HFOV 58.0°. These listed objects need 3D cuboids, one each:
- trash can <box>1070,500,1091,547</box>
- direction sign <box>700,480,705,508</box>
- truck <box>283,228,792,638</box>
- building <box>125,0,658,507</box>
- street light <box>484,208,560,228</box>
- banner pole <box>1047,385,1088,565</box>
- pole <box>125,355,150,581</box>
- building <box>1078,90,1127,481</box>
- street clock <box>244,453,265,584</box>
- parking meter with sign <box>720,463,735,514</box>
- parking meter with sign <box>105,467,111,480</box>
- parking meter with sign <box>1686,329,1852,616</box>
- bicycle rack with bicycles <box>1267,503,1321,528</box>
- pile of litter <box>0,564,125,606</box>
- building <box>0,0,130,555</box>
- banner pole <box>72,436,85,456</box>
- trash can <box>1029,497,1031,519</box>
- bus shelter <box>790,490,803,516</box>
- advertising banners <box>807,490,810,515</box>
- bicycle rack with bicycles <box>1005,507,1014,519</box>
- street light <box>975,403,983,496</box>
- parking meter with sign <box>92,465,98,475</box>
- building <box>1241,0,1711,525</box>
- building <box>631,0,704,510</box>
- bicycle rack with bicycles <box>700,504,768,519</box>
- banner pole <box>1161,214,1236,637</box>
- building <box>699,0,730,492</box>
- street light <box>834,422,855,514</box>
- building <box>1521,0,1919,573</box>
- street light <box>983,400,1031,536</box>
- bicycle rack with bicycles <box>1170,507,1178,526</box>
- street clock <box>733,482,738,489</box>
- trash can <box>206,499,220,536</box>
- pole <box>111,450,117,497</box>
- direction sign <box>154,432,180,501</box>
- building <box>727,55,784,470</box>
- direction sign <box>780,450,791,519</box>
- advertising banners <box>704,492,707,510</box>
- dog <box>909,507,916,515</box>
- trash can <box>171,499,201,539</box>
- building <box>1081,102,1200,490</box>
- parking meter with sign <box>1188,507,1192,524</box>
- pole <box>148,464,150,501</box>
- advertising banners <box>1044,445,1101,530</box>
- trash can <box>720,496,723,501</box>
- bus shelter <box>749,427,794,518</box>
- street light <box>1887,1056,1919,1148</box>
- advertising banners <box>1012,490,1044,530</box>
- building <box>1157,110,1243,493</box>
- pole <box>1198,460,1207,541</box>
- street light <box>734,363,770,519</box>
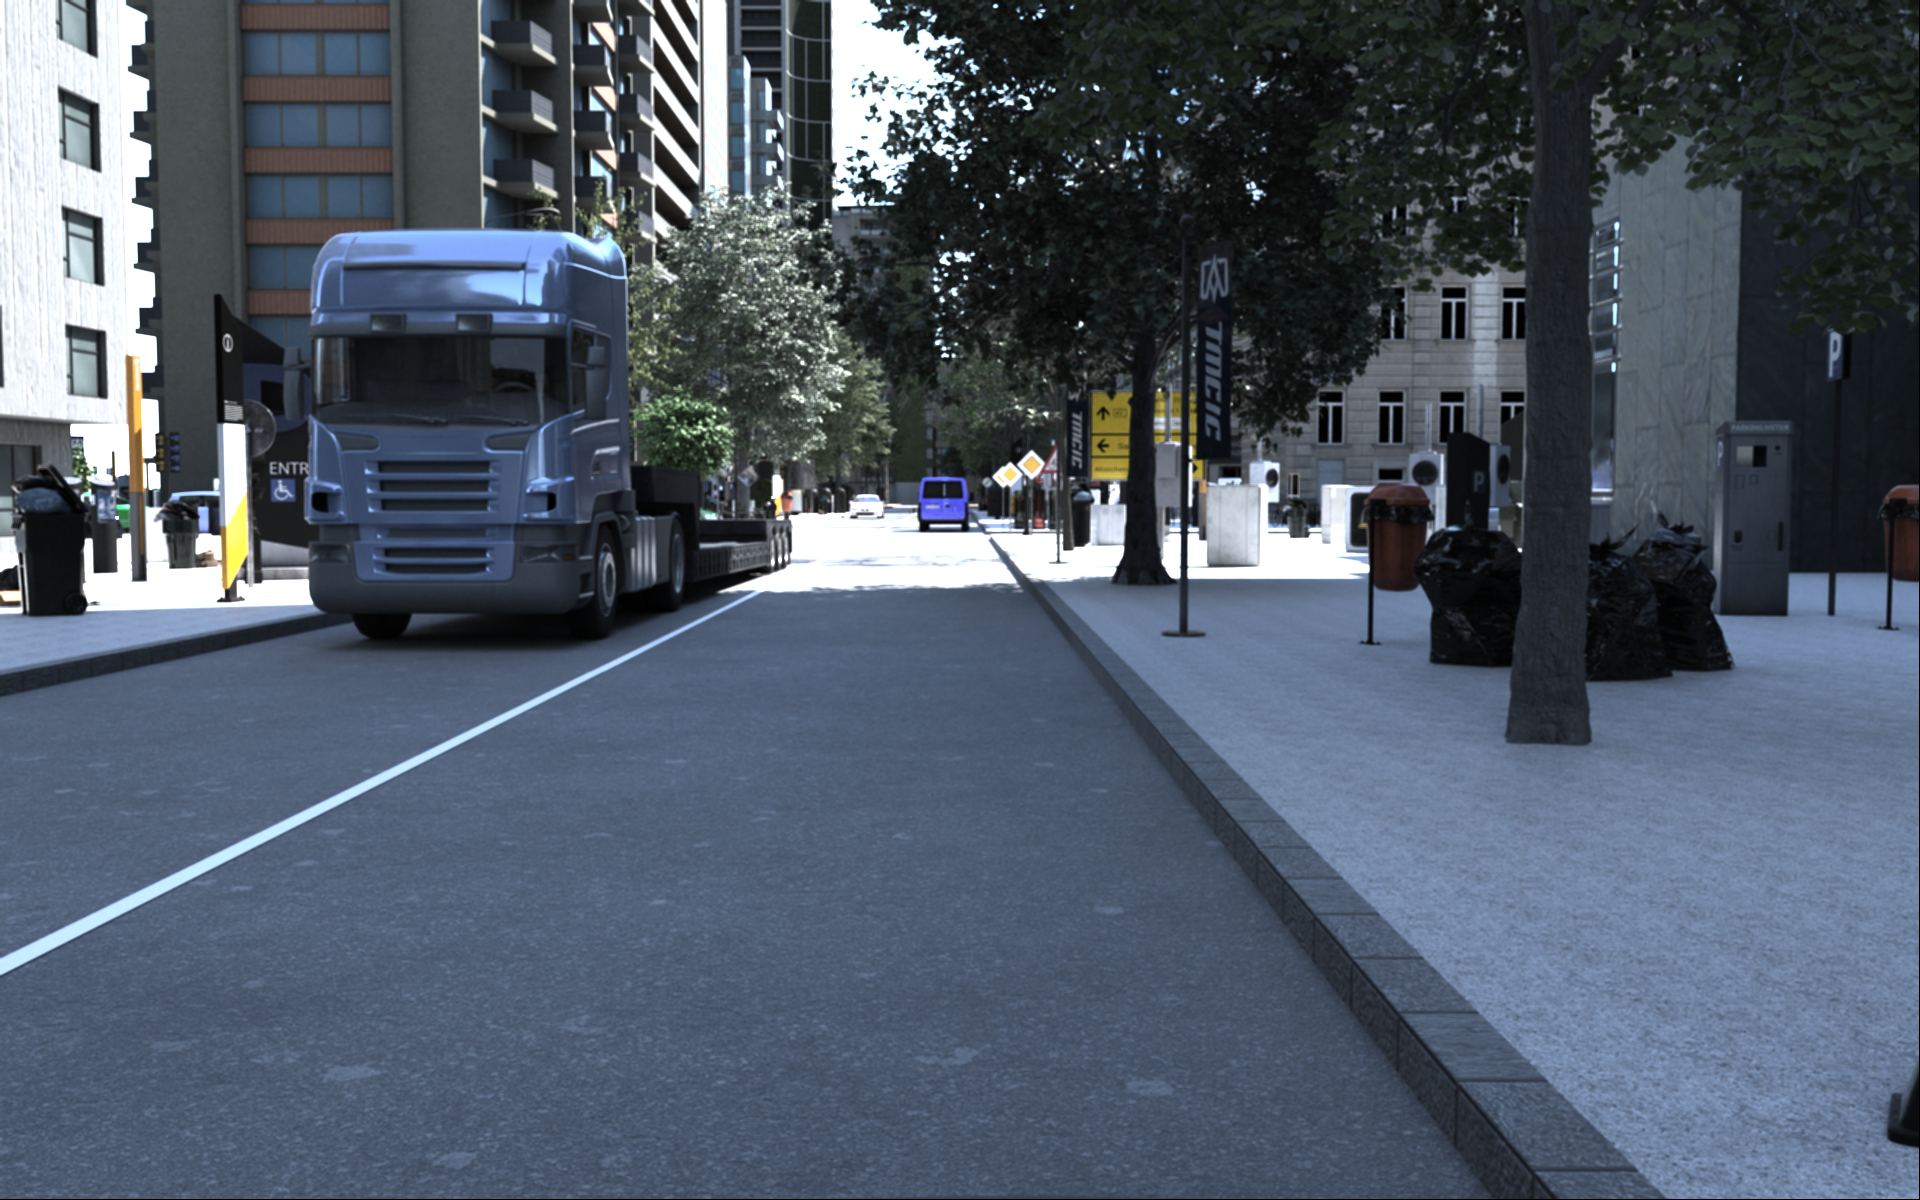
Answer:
[{"bbox_3d":[2.797,-1.845,41.821,0.748,1.137,0.748,0,3,0],"label":"trash can"},{"bbox_3d":[-16.219,-7.161,109.075,0.379,3.537,0.876,1,4,17],"label":"direction sign"},{"bbox_3d":[-4.594,-2.103,24.137,2.967,4.110,18.799,0,4,1],"label":"truck"},{"bbox_3d":[-27.324,-26.343,85.328,22.147,44.769,28.867,0,4,0],"label":"building"},{"bbox_3d":[-7.203,-3.409,28.284,1.470,5.913,1.316,0,4,0],"label":"street light"},{"bbox_3d":[2.005,-2.546,31.643,0.863,3.779,0.401,-2,4,-27],"label":"banner pole"},{"bbox_3d":[-12.134,-1.937,25.516,0.158,3.312,0.155,0,3,0],"label":"pole"},{"bbox_3d":[23.669,-32.538,186.625,22.147,44.769,28.867,0,4,0],"label":"building"},{"bbox_3d":[-10.070,-1.227,24.627,0.471,2.002,0.358,3,5,44],"label":"street clock"},{"bbox_3d":[-13.292,-6.451,101.729,0.543,3.016,1.738,3,5,43],"label":"parking meter with sign"},{"bbox_3d":[-55.675,-7.138,112.966,0.543,3.016,1.738,-3,5,-44],"label":"parking meter with sign"},{"bbox_3d":[8.398,-1.352,18.374,1.738,3.016,0.543,1,4,11],"label":"parking meter with sign"},{"bbox_3d":[13.189,-3.298,67.308,2.852,0.926,2.925,2,4,35],"label":"bicycle rack with bicycles"},{"bbox_3d":[-10.769,-0.381,20.195,1.719,0.858,1.176,1,4,9],"label":"pile of litter"},{"bbox_3d":[-26.102,-16.123,35.320,14.107,30.474,14.160,0,4,0],"label":"building"},{"bbox_3d":[-33.292,-4.591,65.081,0.863,3.779,0.401,-1,4,-22],"label":"banner pole"},{"bbox_3d":[3.741,-4.682,88.211,0.748,1.137,0.748,0,3,0],"label":"trash can"},{"bbox_3d":[-10.054,-6.766,104.541,2.014,3.302,5.546,0,4,0],"label":"bus shelter"},{"bbox_3d":[-9.528,-6.908,109.129,0.090,3.025,2.074,0,3,0],"label":"advertising banners"},{"bbox_3d":[3.633,-4.731,90.733,2.852,0.926,2.925,-2,4,-34],"label":"bicycle rack with bicycles"},{"bbox_3d":[1.348,-6.987,86.775,1.470,5.913,1.316,0,4,0],"label":"street light"},{"bbox_3d":[-53.206,-6.649,104.976,1.738,3.016,0.543,0,4,1],"label":"parking meter with sign"},{"bbox_3d":[25.646,-17.123,77.231,25.104,27.353,12.463,0,4,0],"label":"building"},{"bbox_3d":[-29.897,-30.255,118.378,21.300,48.544,21.600,0,4,0],"label":"building"},{"bbox_3d":[-8.529,-3.155,64.958,2.925,0.926,2.852,-1,4,-12],"label":"bicycle rack with bicycles"},{"bbox_3d":[2.151,-1.554,15.418,0.401,3.779,0.863,-2,4,-32],"label":"banner pole"},{"bbox_3d":[-26.979,-30.157,143.171,14.600,45.320,14.200,0,4,0],"label":"building"},{"bbox_3d":[-7.429,-8.506,111.606,1.470,5.913,1.316,0,4,0],"label":"street light"},{"bbox_3d":[23.731,-43.298,20.591,22.319,86.520,31.000,0,4,0],"label":"building"},{"bbox_3d":[1.531,-4.936,53.242,1.470,5.913,1.316,0,4,0],"label":"street light"},{"bbox_3d":[7.280,-3.461,69.973,2.925,0.926,2.852,-1,4,-14],"label":"bicycle rack with bicycles"},{"bbox_3d":[-11.461,-5.183,89.312,0.471,2.002,0.358,2,4,35],"label":"street clock"},{"bbox_3d":[-22.733,-2.536,53.121,0.748,1.137,0.748,0,3,0],"label":"trash can"},{"bbox_3d":[-39.496,-5.323,80.866,0.158,3.312,0.155,0,3,0],"label":"pole"},{"bbox_3d":[-29.131,-4.386,63.713,0.876,3.537,0.379,0,4,-7],"label":"direction sign"},{"bbox_3d":[-34.973,-34.856,189.512,30.456,49.044,23.786,0,4,0],"label":"building"},{"bbox_3d":[-8.974,-5.943,89.164,0.876,3.537,0.379,3,5,44],"label":"direction sign"},{"bbox_3d":[-19.503,-8.424,133.919,2.074,3.025,0.090,-1,4,-15],"label":"advertising banners"},{"bbox_3d":[-3.314,-6.161,120.016,0.406,0.507,0.540,1,4,9],"label":"dog"},{"bbox_3d":[-21.075,-2.174,47.202,0.748,1.137,0.748,0,3,0],"label":"trash can"},{"bbox_3d":[23.339,-51.542,155.381,22.319,86.520,31.000,0,4,0],"label":"building"},{"bbox_3d":[9.628,-4.750,73.921,0.543,3.016,1.738,0,4,1],"label":"parking meter with sign"},{"bbox_3d":[-47.787,-6.608,101.889,0.158,3.312,0.155,0,3,0],"label":"pole"},{"bbox_3d":[4.110,-4.004,61.655,2.074,3.025,0.090,0,4,-7],"label":"advertising banners"},{"bbox_3d":[-17.778,-7.070,127.251,0.748,1.137,0.748,0,3,0],"label":"trash can"},{"bbox_3d":[-10.699,-7.226,95.785,2.179,5.291,8.768,0,3,0],"label":"bus shelter"},{"bbox_3d":[1.484,-1.881,3.301,1.470,5.913,1.316,0,4,0],"label":"street light"},{"bbox_3d":[2.828,-4.052,62.437,2.074,3.025,0.090,2,4,27],"label":"advertising banners"},{"bbox_3d":[21.588,-20.636,113.815,17.030,29.872,44.131,0,4,0],"label":"building"},{"bbox_3d":[6.676,-3.290,47.638,0.158,3.312,0.155,0,3,0],"label":"pole"},{"bbox_3d":[-7.411,-5.436,61.421,1.470,5.913,1.316,0,4,0],"label":"street light"}]
